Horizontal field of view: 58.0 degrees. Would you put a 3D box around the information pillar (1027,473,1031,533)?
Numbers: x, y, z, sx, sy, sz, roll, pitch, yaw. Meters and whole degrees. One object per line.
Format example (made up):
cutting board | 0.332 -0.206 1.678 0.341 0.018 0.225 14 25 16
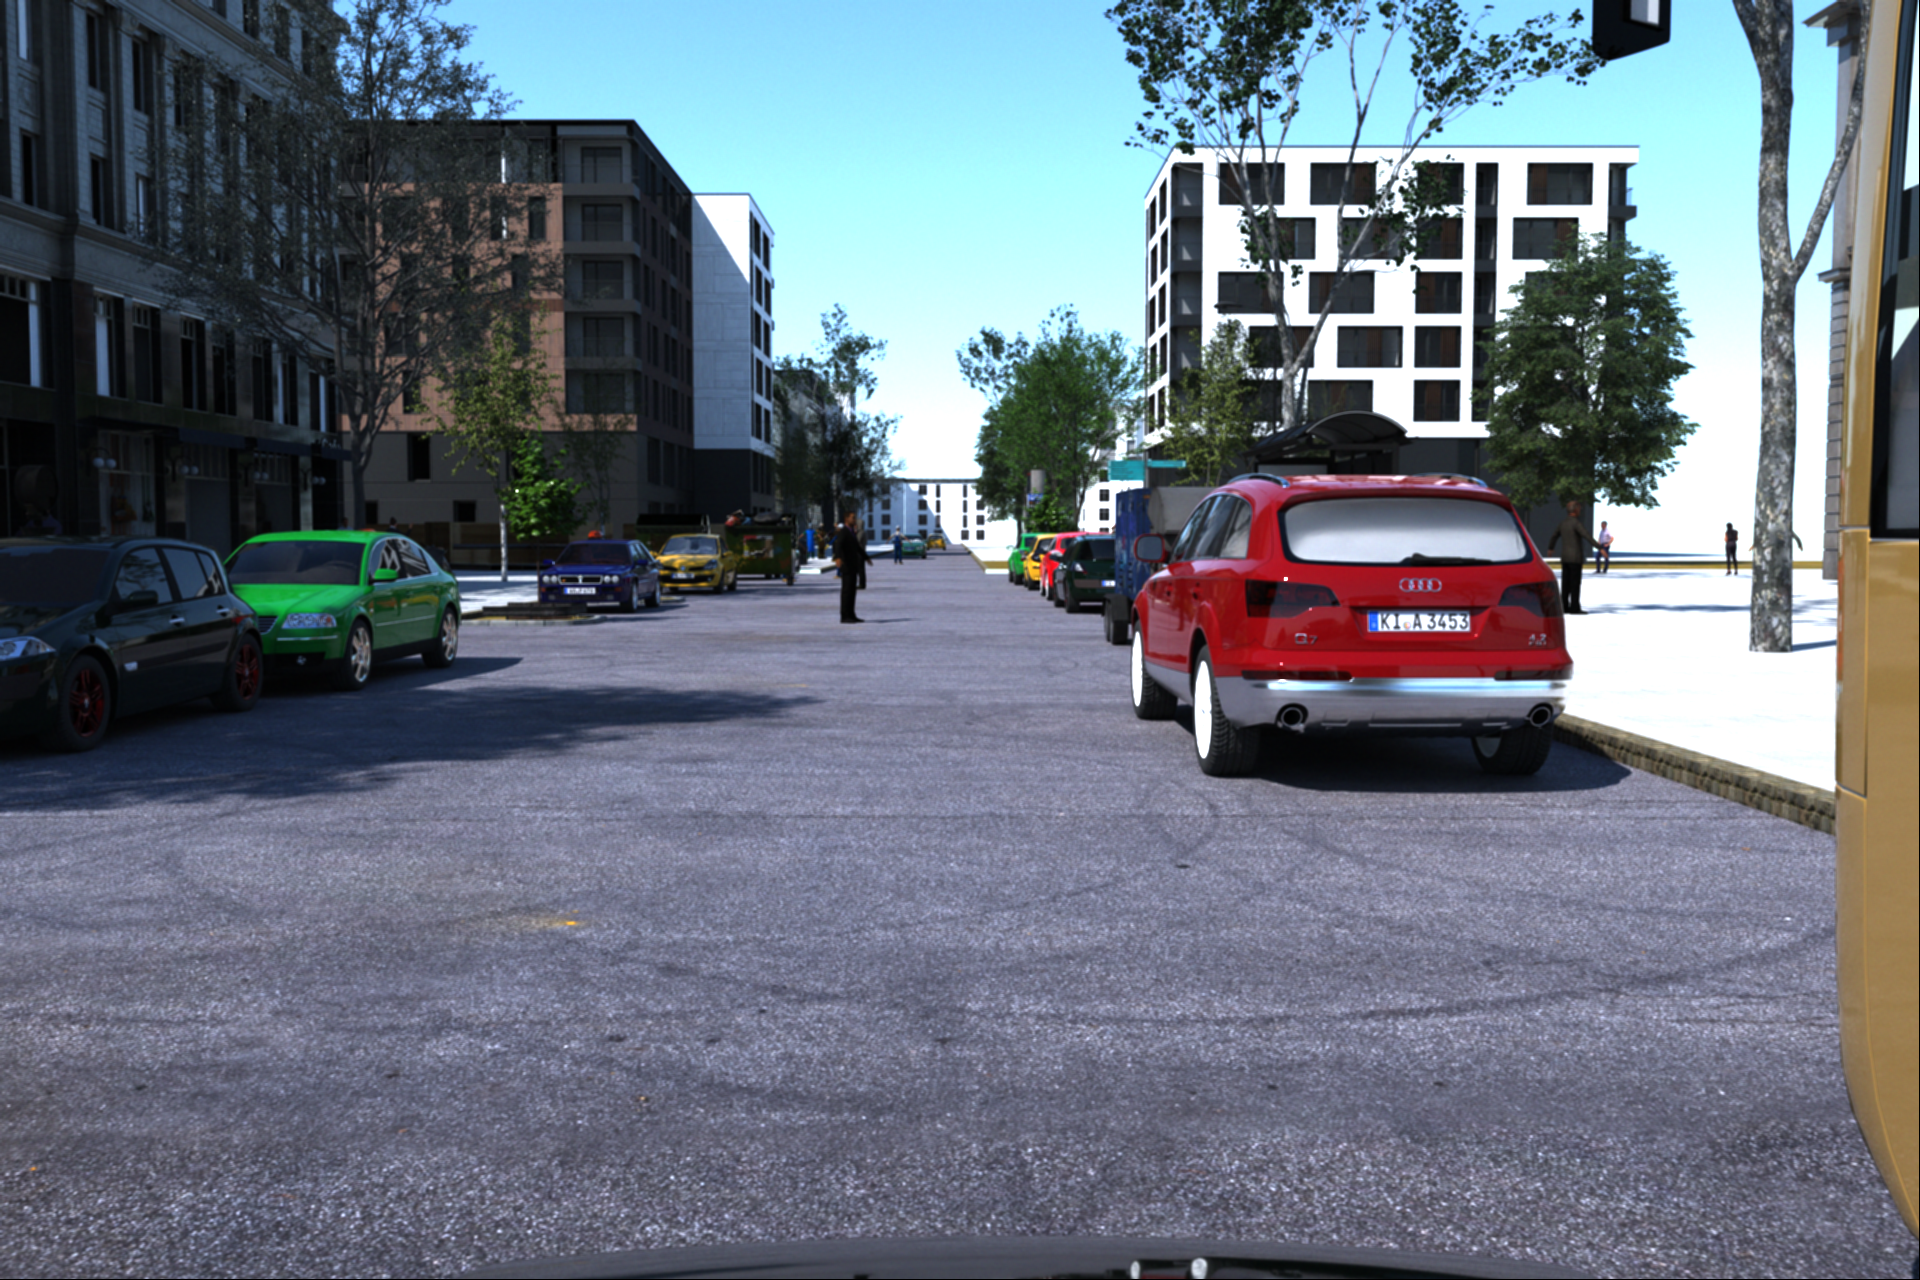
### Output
information pillar | 3.184 -5.162 73.780 0.750 3.857 0.750 0 4 -1

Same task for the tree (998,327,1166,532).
tree | 5.899 -9.768 85.460 9.928 11.665 9.643 0 3 0

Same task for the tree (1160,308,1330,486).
tree | 11.736 -8.388 71.558 7.601 10.594 8.767 1 4 10

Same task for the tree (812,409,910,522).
tree | -9.940 -15.816 168.956 12.009 13.543 11.850 0 3 0

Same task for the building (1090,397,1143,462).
building | 23.035 -23.360 238.351 16.016 20.090 11.380 0 3 0

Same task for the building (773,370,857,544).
building | -28.742 -23.703 231.513 27.936 21.610 32.646 0 4 0

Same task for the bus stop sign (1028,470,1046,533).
bus stop sign | 3.210 -5.026 71.198 0.837 3.901 0.837 0 3 0

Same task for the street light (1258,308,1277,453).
street light | 6.863 -3.810 34.832 1.470 5.913 1.316 0 4 0

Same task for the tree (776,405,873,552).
tree | -10.168 -11.736 126.288 8.767 10.594 7.601 2 4 28

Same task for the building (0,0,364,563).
building | -29.671 -16.788 54.080 16.754 29.471 25.880 0 4 0

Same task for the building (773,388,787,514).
building | -28.911 -21.674 185.299 19.493 23.208 18.063 0 4 -1

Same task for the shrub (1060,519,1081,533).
shrub | 4.523 -4.230 73.581 1.690 2.028 1.600 0 3 0

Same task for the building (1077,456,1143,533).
building | 19.082 -15.814 200.702 9.099 9.664 28.070 0 4 -1

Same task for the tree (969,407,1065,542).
tree | 5.390 -15.342 157.491 9.857 13.997 8.962 0 3 0

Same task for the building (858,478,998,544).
building | -8.235 -19.151 257.721 28.070 9.664 9.099 0 4 -2

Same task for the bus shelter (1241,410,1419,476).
bus shelter | 6.478 -2.272 31.072 2.014 3.302 5.546 0 3 0

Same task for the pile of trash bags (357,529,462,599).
pile of trash bags | -10.624 -1.389 32.465 1.912 1.369 3.447 0 4 -1

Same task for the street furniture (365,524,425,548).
street furniture | -25.515 -4.338 77.777 9.812 1.723 11.010 0 4 -8

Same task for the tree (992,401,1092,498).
tree | 5.692 -11.826 119.106 9.928 11.665 9.643 0 3 0

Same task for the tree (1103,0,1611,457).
tree | 9.419 -11.499 43.896 12.611 20.169 13.585 0 3 0

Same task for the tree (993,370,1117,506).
tree | 5.837 -11.079 106.891 9.928 11.665 9.643 0 3 0

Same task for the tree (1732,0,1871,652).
tree | 7.459 -9.907 17.864 12.611 20.169 13.585 0 3 0

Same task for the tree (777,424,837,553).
tree | -10.009 -10.097 115.448 4.360 8.622 3.978 0 3 0

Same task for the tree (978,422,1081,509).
tree | 5.382 -11.956 129.894 8.767 10.594 7.601 0 4 7

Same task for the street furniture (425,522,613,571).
street furniture | -15.998 -3.611 65.888 9.812 1.723 11.010 -3 5 -45

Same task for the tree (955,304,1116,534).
tree | 6.753 -17.453 141.250 12.611 20.169 13.585 0 3 0

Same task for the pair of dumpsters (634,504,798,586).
pair of dumpsters | -6.712 -2.620 47.780 4.436 2.255 1.574 0 3 0

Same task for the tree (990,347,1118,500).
tree | 5.194 -10.393 95.675 9.928 11.665 9.643 0 3 0

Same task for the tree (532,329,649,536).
tree | -12.530 -6.808 61.676 4.360 8.622 3.978 0 3 0

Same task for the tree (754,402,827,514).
tree | -9.962 -9.010 97.679 4.360 8.622 3.978 0 3 0

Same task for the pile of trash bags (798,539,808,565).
pile of trash bags | -7.255 -3.785 71.642 1.912 1.369 3.447 0 4 0

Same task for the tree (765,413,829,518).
tree | -10.061 -9.408 104.181 4.360 8.622 3.978 0 3 0

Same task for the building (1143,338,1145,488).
building | 25.008 -16.831 141.644 16.747 18.905 31.486 0 3 0

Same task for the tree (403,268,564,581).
tree | -12.528 -5.894 46.723 4.737 8.622 4.395 0 3 0

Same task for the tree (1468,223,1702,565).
tree | 26.129 -10.143 72.501 9.857 13.997 8.962 0 3 0

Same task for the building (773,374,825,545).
building | -26.428 -22.855 204.610 19.493 23.208 18.063 0 4 1

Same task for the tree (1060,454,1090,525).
tree | 18.047 -21.642 260.500 9.857 13.997 8.962 0 3 0

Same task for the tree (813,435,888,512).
tree | -10.333 -13.656 157.687 8.767 10.594 7.601 2 4 30

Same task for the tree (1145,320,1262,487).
tree | 8.657 -6.714 60.142 4.737 8.622 4.395 0 3 0

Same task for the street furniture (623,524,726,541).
street furniture | -13.439 -4.203 75.577 9.812 1.723 11.010 0 4 -2

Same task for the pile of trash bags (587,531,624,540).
pile of trash bags | -10.608 -2.580 51.941 1.912 1.369 3.447 0 4 -1

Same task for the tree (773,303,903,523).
tree | -11.099 -17.665 144.706 12.611 20.169 13.585 0 3 0

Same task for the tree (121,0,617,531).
tree | -12.491 -7.680 35.945 12.009 13.543 11.850 0 3 0

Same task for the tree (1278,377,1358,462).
tree | 17.177 -7.956 80.445 4.360 8.622 3.978 0 3 0
